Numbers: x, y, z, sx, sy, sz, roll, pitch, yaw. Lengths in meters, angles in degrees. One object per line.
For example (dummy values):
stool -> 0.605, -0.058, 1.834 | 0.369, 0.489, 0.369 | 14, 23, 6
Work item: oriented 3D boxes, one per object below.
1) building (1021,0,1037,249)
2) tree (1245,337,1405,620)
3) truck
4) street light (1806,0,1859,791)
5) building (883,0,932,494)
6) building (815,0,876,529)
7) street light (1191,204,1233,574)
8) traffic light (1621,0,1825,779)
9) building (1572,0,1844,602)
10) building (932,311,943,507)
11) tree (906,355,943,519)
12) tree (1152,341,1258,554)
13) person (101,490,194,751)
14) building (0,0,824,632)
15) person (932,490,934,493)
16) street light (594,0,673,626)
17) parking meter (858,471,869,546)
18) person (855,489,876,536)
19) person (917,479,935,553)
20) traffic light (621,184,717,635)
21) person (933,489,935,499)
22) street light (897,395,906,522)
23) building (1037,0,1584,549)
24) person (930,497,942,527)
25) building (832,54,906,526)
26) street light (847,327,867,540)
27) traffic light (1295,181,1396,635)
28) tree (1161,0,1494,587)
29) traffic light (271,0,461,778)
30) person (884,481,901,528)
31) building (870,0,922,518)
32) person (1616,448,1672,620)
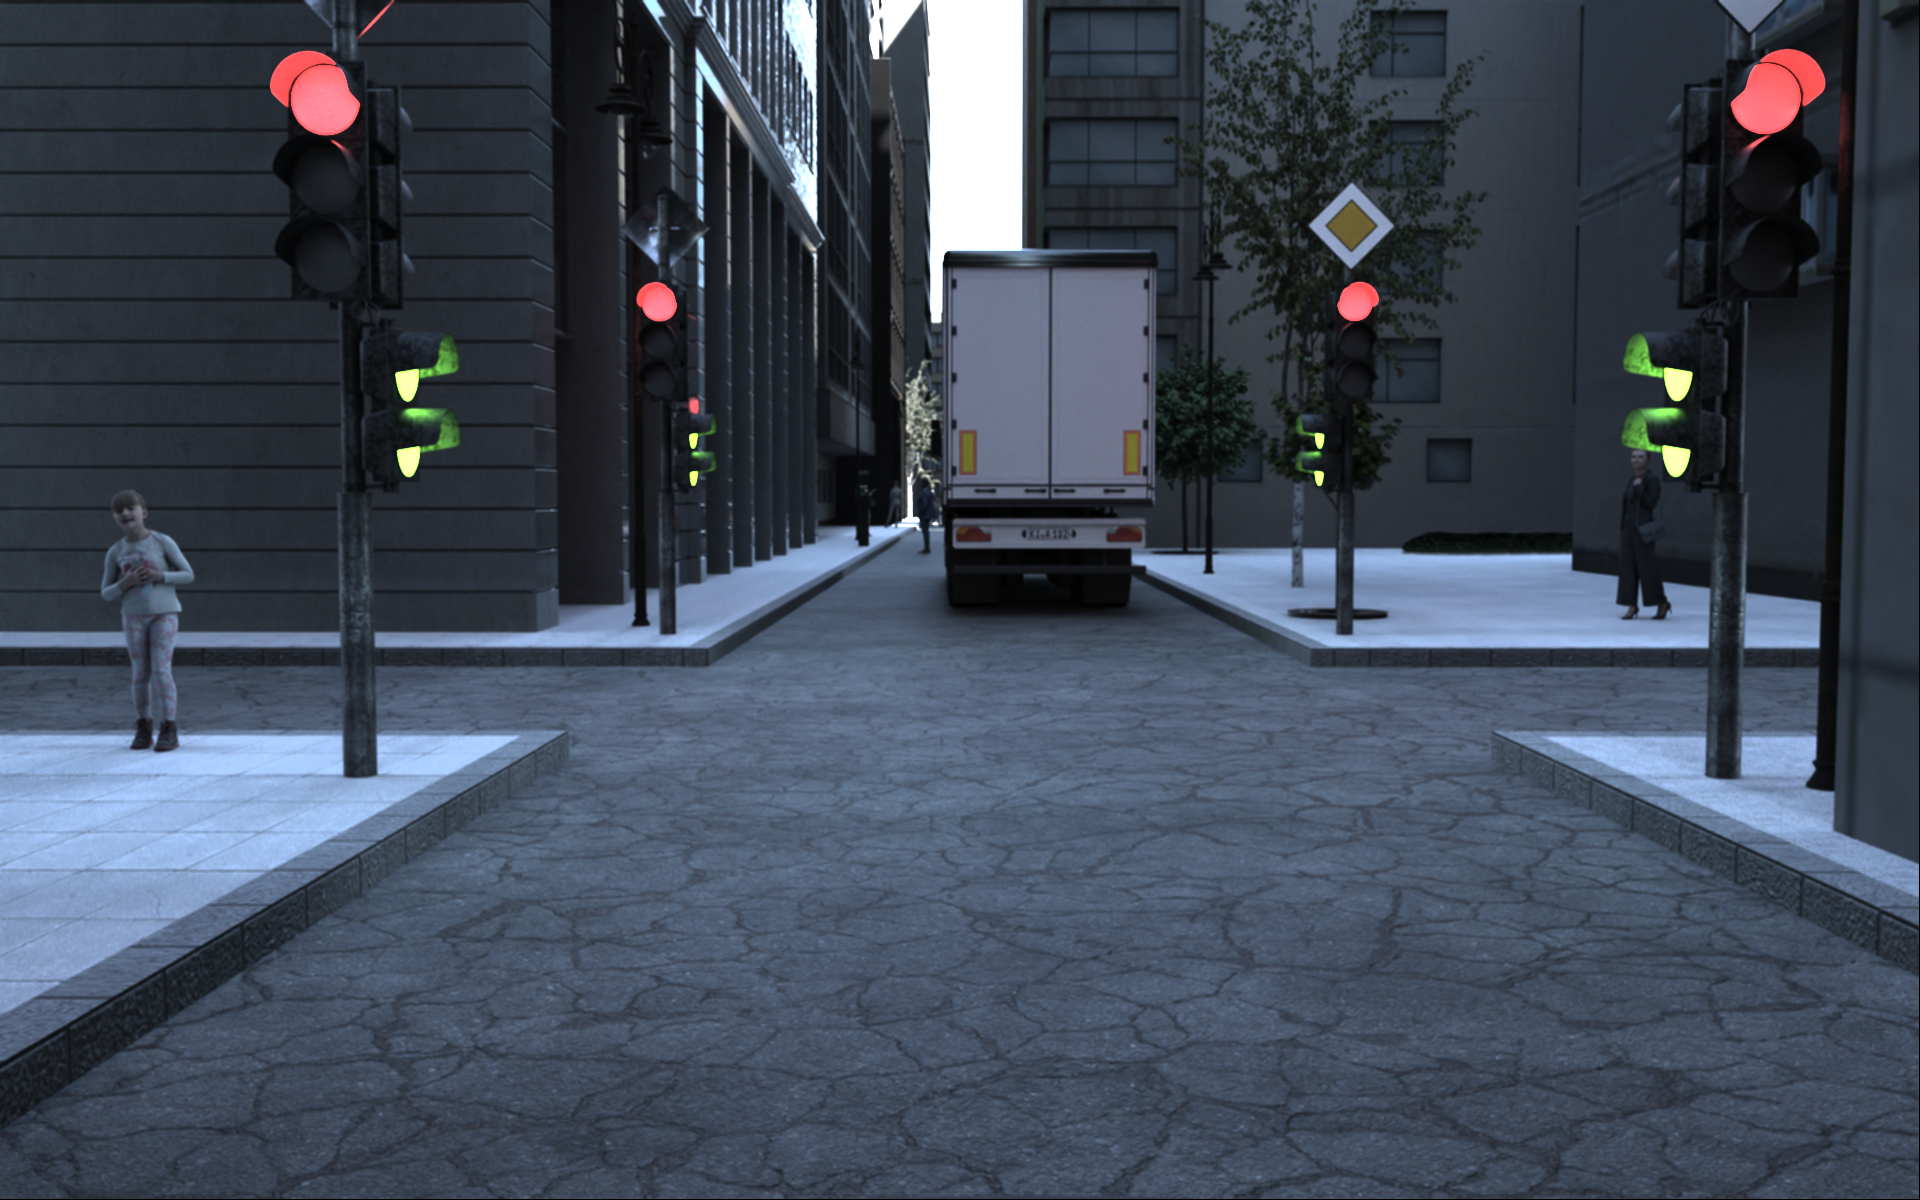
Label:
building -> 11.191, -28.512, 116.275 | 14.600, 45.320, 14.200 | 0, 4, 0
tree -> 4.072, -1.443, 18.195 | 1.663, 3.219, 1.824 | 0, 3, 0
truck -> 0.966, -2.235, 25.457 | 2.839, 4.237, 11.283 | 0, 4, -1
street light -> 3.794, -2.116, 7.382 | 0.468, 5.910, 1.993 | 0, 4, 0
building -> -12.883, -30.492, 122.250 | 21.300, 48.544, 21.600 | 0, 4, 0
building -> -10.564, -16.122, 57.102 | 14.314, 27.812, 24.014 | 0, 4, 0
street light -> 4.022, -3.365, 27.811 | 0.468, 5.910, 1.993 | 0, 4, 0
traffic light -> 3.445, -1.152, 7.748 | 0.839, 4.253, 0.868 | 0, 4, 0
building -> 20.741, -24.433, 23.177 | 21.600, 48.544, 21.300 | 0, 4, 0
building -> 5.121, -20.987, 188.176 | 28.899, 21.520, 27.650 | 0, 4, 0
tree -> -2.565, -8.477, 88.955 | 4.360, 8.622, 3.978 | 0, 3, 0
tree -> 4.914, -3.284, 37.403 | 4.285, 4.588, 4.351 | 0, 3, 0
person -> -4.089, 0.097, 8.732 | 0.425, 1.301, 0.394 | -2, 4, -26
building -> -9.205, -15.438, 29.906 | 11.434, 29.767, 29.804 | 0, 4, 0
person -> -2.414, -8.542, 146.377 | 0.621, 1.740, 0.551 | -2, 4, -28
street light -> -3.112, -2.687, 16.717 | 0.468, 5.910, 1.993 | 0, 4, 0
parking meter -> -2.385, -2.270, 42.834 | 0.255, 1.863, 0.399 | 0, 4, -3
person -> -2.834, -2.843, 52.885 | 0.716, 1.782, 0.532 | 3, 4, 39
person -> -0.825, -2.045, 42.121 | 0.419, 1.800, 0.721 | 1, 4, 10
traffic light -> -2.661, -1.642, 15.760 | 0.839, 4.253, 0.868 | 0, 4, 0
person -> -2.366, -8.793, 150.749 | 0.756, 1.711, 0.436 | -3, 5, -41
street light -> -2.741, -6.511, 79.238 | 0.468, 5.910, 1.993 | 0, 4, 0
building -> 9.047, -22.199, 46.549 | 14.154, 41.232, 14.086 | 0, 4, 0
person -> -1.025, -3.828, 75.363 | 0.640, 1.303, 0.475 | 0, 4, -1
building -> -8.867, -15.134, 77.113 | 12.332, 23.373, 15.834 | 0, 4, 0
street light -> -2.834, -4.601, 48.020 | 0.468, 5.910, 1.993 | 0, 4, 0
traffic light -> 3.500, -1.640, 15.733 | 0.839, 4.253, 0.868 | 0, 4, 0
tree -> 4.892, -4.481, 23.631 | 4.737, 8.622, 4.395 | 0, 3, 0
traffic light -> -2.716, -1.153, 7.775 | 0.839, 4.253, 0.868 | 0, 4, 0
person -> -2.541, -3.640, 65.838 | 0.573, 1.790, 0.520 | 3, 5, 40
building -> -12.654, -40.470, 99.932 | 20.563, 71.187, 20.611 | 0, 4, 0
person -> 6.987, -0.691, 17.755 | 0.534, 1.772, 0.576 | -2, 4, -35
